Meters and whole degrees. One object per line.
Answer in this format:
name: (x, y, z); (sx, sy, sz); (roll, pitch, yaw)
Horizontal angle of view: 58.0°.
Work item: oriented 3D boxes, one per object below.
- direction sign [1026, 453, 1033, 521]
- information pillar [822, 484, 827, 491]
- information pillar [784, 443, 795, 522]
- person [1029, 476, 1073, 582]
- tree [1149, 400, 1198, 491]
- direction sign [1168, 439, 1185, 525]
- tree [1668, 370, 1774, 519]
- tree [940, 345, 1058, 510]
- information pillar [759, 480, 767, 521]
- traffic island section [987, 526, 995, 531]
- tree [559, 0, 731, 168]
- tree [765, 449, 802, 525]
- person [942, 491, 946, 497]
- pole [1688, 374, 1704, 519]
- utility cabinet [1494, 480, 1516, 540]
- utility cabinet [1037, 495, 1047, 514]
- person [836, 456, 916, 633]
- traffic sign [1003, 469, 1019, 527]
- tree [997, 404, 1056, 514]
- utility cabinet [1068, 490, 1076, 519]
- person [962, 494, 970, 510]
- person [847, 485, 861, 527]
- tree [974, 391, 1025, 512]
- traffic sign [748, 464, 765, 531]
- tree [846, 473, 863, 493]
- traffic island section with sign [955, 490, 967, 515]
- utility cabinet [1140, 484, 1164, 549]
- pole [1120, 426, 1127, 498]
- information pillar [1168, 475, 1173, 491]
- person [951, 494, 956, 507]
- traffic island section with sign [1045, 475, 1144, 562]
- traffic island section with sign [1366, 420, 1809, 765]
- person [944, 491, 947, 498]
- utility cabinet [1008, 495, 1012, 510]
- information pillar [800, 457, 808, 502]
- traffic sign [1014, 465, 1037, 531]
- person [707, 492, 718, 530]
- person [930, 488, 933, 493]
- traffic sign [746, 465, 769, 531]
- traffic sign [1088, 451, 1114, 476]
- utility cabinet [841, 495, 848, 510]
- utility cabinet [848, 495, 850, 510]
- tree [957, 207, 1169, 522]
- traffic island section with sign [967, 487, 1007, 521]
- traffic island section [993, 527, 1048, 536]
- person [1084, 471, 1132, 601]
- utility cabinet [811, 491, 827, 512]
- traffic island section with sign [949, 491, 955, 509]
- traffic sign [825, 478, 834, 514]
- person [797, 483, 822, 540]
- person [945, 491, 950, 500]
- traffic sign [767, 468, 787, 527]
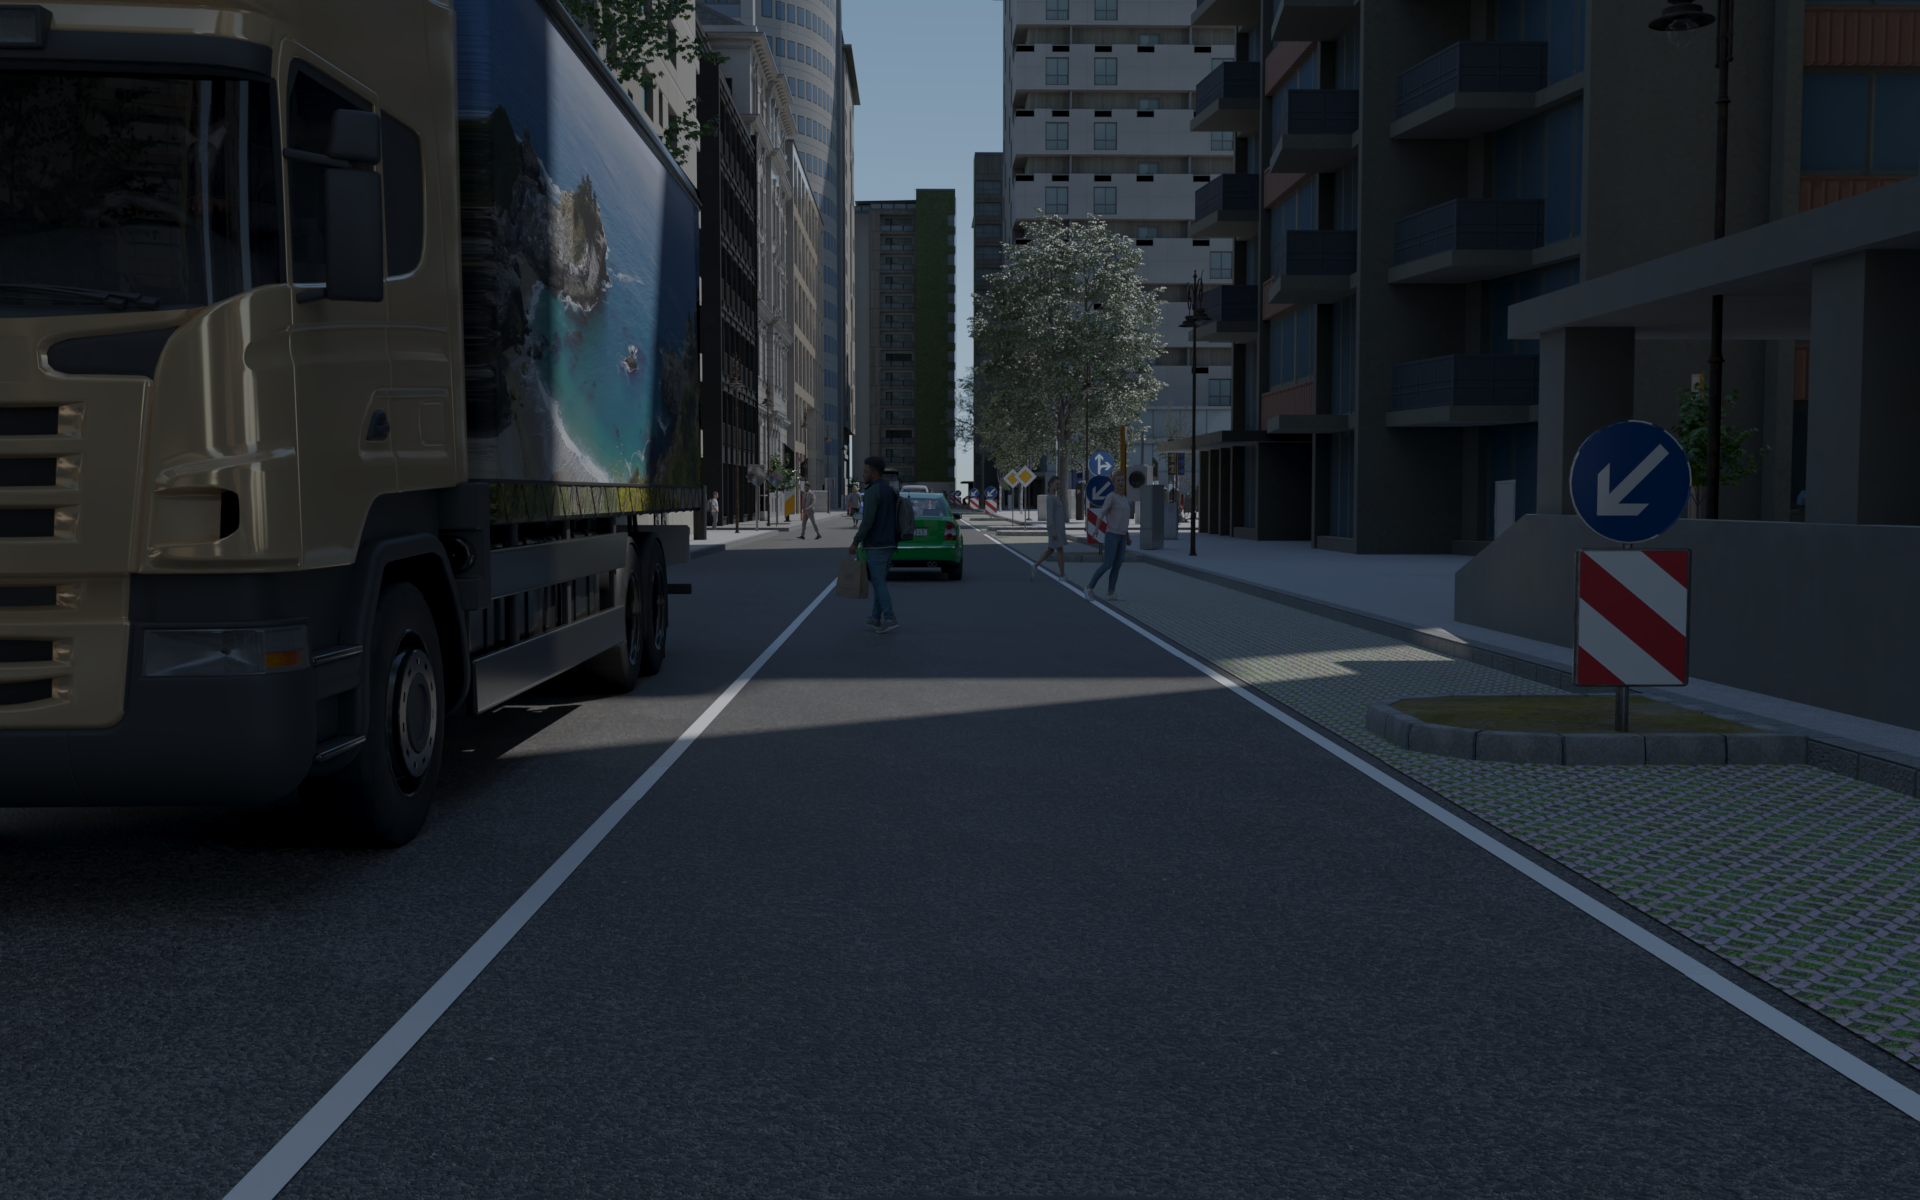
direction sign: (3.337, -5.616, 83.822); (0.379, 3.537, 0.876); (1, 4, 18)
information pillar: (-10.070, -7.613, 128.968); (0.304, 2.012, 0.304); (2, 4, 31)
information pillar: (-7.868, -5.405, 79.723); (0.504, 3.616, 0.183); (-1, 4, -9)
person: (1.503, -1.164, 28.274); (0.760, 1.731, 0.466); (-2, 4, -26)
tree: (16.642, -11.194, 133.382); (4.360, 8.622, 3.978); (0, 3, 0)
direction sign: (8.949, -4.875, 71.702); (0.876, 3.537, 0.379); (-2, 4, -33)
tree: (11.408, -1.973, 26.863); (1.663, 3.219, 1.824); (0, 3, 0)
tree: (3.344, -13.895, 137.556); (12.009, 13.543, 11.850); (0, 3, 0)
information pillar: (-9.371, -4.779, 82.631); (0.304, 2.012, 0.304); (2, 4, 27)
traffic island section: (2.092, -2.795, 67.975); (2.009, 0.180, 2.903); (0, 4, -1)
tree: (-6.581, -5.813, 20.806); (9.928, 11.665, 9.643); (0, 3, 0)
tree: (-7.742, -4.802, 73.113); (1.663, 3.219, 1.824); (0, 3, 0)
person: (-1.621, -9.425, 163.046); (0.568, 1.767, 0.683); (-1, 4, -19)
pole: (12.535, -2.182, 29.516); (0.158, 3.312, 0.155); (0, 3, 0)
utility cabinet: (8.488, -1.122, 27.028); (0.318, 1.500, 1.173); (1, 4, 18)
utility cabinet: (5.334, -6.021, 109.609); (0.306, 1.237, 1.020); (-3, 5, -41)
person: (-0.885, -0.577, 17.920); (0.794, 1.824, 0.713); (-3, 5, -44)
traffic sign: (2.068, -3.930, 67.897); (0.795, 2.450, 0.064); (0, 4, -1)
tree: (4.011, -9.849, 111.392); (4.360, 8.622, 3.978); (0, 3, 0)
utility cabinet: (5.890, -4.912, 88.998); (0.318, 1.500, 1.173); (2, 4, 32)
person: (0.589, -8.761, 154.929); (0.799, 1.438, 0.628); (0, 4, 1)
person: (-4.593, -4.037, 74.694); (0.709, 1.800, 0.728); (-1, 4, -8)
tree: (3.105, -10.577, 123.289); (4.737, 8.622, 4.395); (0, 3, 0)
traffic sign: (-7.037, -3.531, 59.865); (0.606, 2.300, 0.079); (0, 4, 7)
tree: (-10.091, -10.318, 163.300); (1.663, 3.219, 1.824); (0, 3, 0)
traffic island section with sign: (0.855, -6.824, 120.208); (1.989, 1.847, 2.006); (0, 4, -1)
utility cabinet: (4.454, -1.931, 40.254); (0.318, 1.500, 1.173); (1, 4, 20)
pole: (4.906, -3.558, 52.019); (0.158, 3.312, 0.155); (0, 3, 0)
information pillar: (17.294, -9.238, 142.391); (0.183, 3.616, 0.504); (3, 5, 41)
person: (-0.572, -10.879, 189.589); (0.991, 1.433, 0.599); (1, 4, 21)
traffic island section with sign: (2.828, -1.735, 36.991); (1.989, 1.847, 2.006); (0, 4, -1)
traffic island section with sign: (3.463, -0.087, 10.044); (1.989, 1.847, 2.006); (0, 4, -1)
person: (-1.944, -12.268, 209.086); (0.705, 1.823, 1.348); (2, 4, 33)
utility cabinet: (4.051, -7.962, 141.343); (0.306, 1.237, 1.020); (0, 4, 0)
information pillar: (-9.945, -7.295, 110.627); (0.504, 3.616, 0.183); (-1, 4, -20)
traffic sign: (2.257, -3.442, 59.914); (0.795, 2.450, 0.064); (0, 4, -1)
person: (-8.811, -3.127, 62.221); (0.523, 1.515, 0.503); (-3, 4, -38)
person: (-1.957, -6.648, 117.224); (0.581, 1.822, 0.654); (0, 4, 7)
traffic sign: (-6.986, -3.430, 59.717); (0.795, 2.450, 0.064); (0, 4, -1)
traffic sign: (4.162, -3.117, 51.077); (0.768, 2.556, 0.104); (0, 4, 3)
utility cabinet: (-9.488, -7.919, 140.642); (0.306, 1.237, 1.020); (0, 4, -1)
utility cabinet: (-9.103, -7.995, 141.884); (0.306, 1.237, 1.020); (1, 4, 15)
tree: (4.767, -10.492, 78.196); (9.857, 13.997, 8.962); (0, 3, 0)
traffic island section with sign: (1.515, -5.136, 92.596); (1.989, 1.847, 2.006); (0, 4, -1)
traffic island section: (2.280, -2.306, 59.992); (2.009, 0.180, 2.903); (0, 4, -1)
person: (1.923, -0.850, 23.065); (0.598, 1.740, 0.731); (2, 4, 25)
utility cabinet: (-9.640, -6.744, 118.941); (1.173, 1.500, 0.318); (0, 4, 2)
traffic island section with sign: (-0.296, -9.852, 169.701); (1.989, 1.847, 2.006); (0, 4, -1)
traffic sign: (-8.220, -6.553, 109.276); (0.606, 2.300, 0.079); (0, 4, 3)
person: (-4.739, -2.798, 54.526); (0.850, 1.792, 0.678); (-3, 4, -38)
person: (-1.778, -12.698, 216.092); (1.348, 1.826, 0.705); (1, 4, 19)
traffic sign: (-7.174, -3.918, 67.700); (0.795, 2.450, 0.064); (0, 4, -1)
